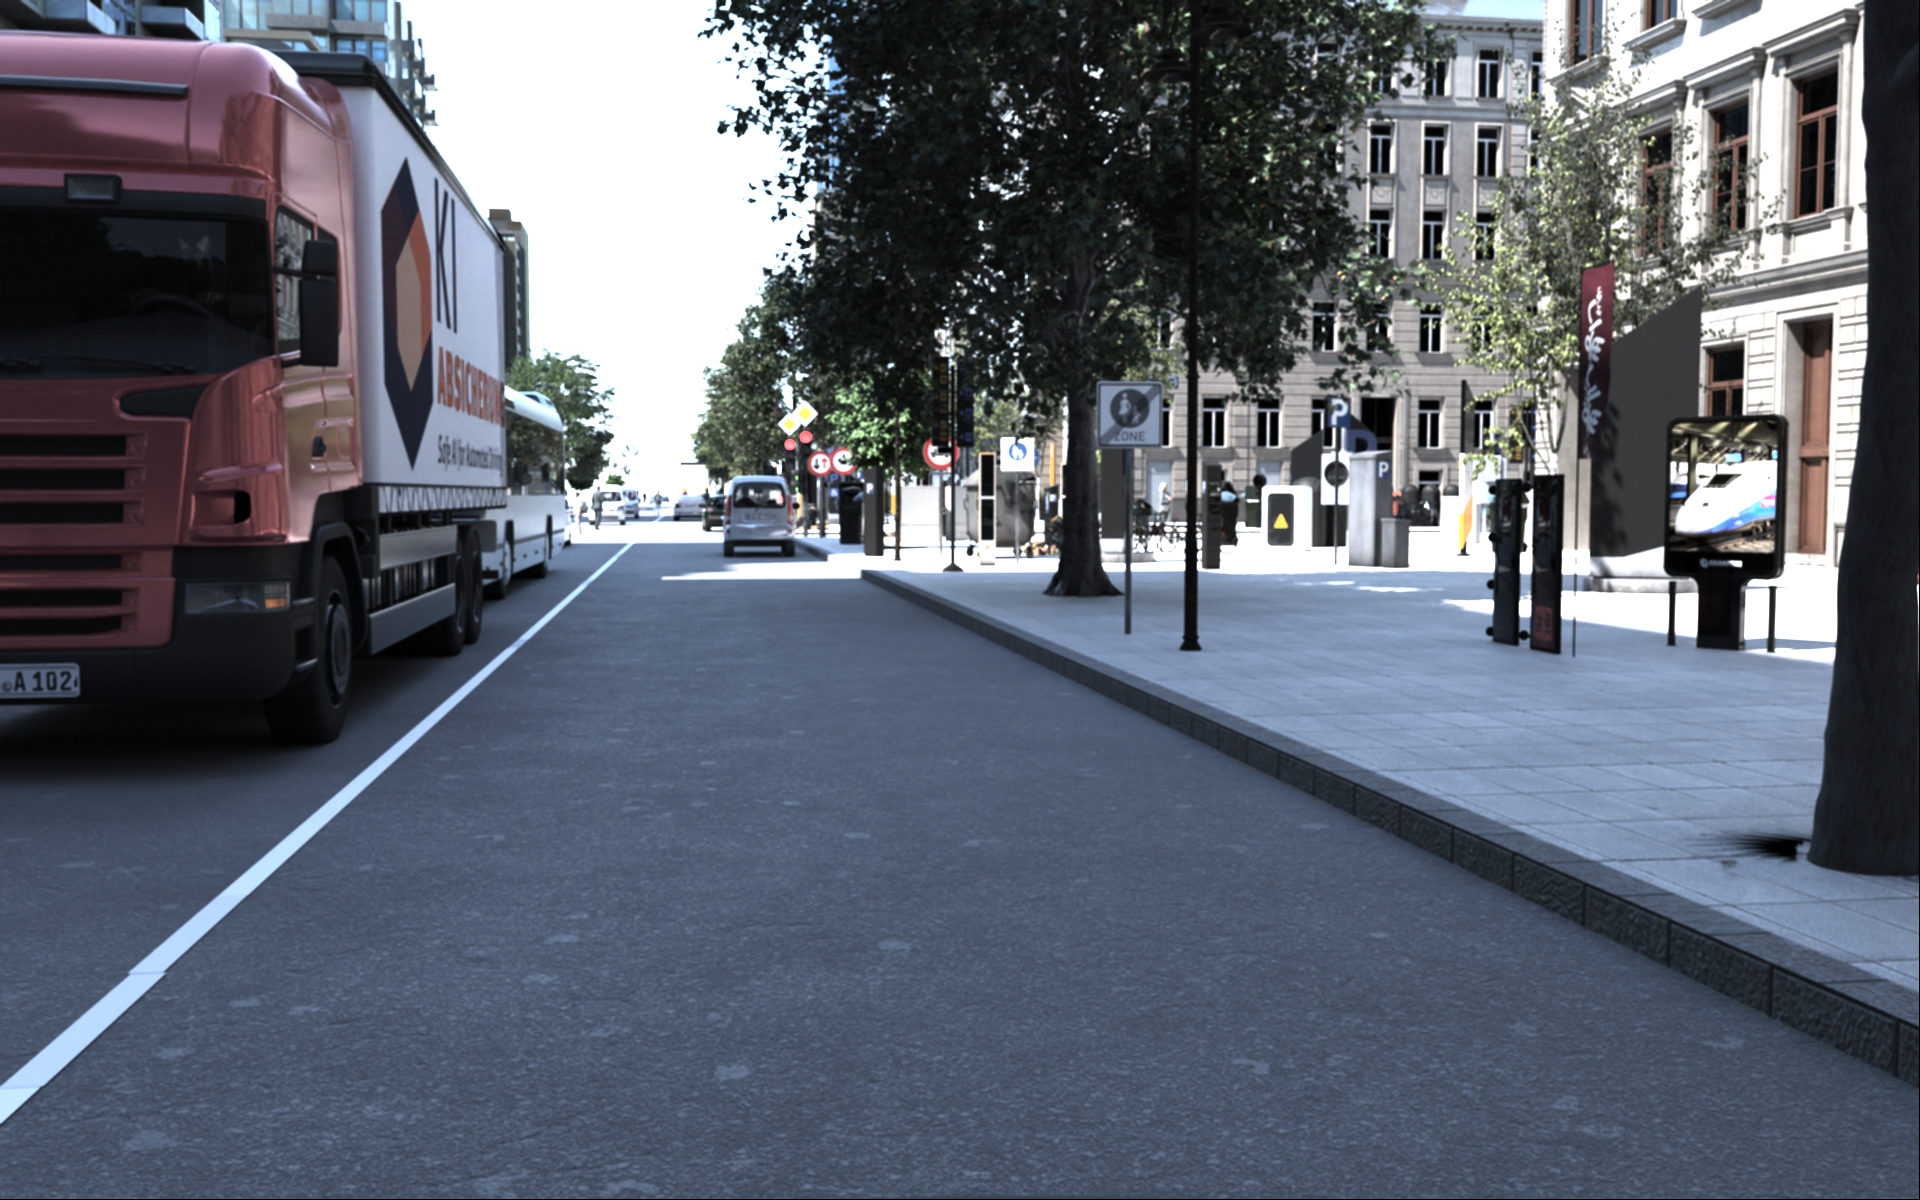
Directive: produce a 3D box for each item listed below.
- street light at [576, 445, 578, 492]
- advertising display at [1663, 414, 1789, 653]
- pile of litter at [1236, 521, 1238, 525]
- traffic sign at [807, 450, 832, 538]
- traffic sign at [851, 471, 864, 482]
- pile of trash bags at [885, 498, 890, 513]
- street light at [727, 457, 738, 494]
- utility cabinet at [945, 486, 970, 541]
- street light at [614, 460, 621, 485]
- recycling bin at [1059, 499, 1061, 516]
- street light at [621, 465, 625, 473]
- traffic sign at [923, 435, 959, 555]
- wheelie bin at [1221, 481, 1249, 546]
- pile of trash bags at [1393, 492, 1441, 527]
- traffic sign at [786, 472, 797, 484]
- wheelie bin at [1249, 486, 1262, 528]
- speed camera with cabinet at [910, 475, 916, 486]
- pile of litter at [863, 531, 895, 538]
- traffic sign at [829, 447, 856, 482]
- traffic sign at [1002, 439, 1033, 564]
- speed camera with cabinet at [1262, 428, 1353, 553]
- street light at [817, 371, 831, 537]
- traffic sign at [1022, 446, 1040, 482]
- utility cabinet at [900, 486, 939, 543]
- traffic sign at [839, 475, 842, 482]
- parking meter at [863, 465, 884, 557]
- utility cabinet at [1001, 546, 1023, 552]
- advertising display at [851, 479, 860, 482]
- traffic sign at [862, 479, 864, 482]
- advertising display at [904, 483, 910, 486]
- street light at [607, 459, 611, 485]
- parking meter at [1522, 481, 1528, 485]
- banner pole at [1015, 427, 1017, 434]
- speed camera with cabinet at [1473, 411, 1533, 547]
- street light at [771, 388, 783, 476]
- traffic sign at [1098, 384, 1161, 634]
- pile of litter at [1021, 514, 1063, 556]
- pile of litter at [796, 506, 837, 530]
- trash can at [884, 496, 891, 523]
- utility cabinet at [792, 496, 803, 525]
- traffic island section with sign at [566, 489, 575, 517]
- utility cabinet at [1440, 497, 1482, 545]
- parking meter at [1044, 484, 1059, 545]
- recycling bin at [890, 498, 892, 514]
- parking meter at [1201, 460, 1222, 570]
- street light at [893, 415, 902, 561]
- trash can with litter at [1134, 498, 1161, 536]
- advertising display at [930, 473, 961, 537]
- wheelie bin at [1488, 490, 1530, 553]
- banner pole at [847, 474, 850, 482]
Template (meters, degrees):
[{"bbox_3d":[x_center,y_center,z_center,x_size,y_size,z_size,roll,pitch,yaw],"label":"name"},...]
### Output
[{"bbox_3d":[-33.739,-10.997,152.595,0.468,5.910,1.993,-1,4,-9],"label":"street light"},{"bbox_3d":[6.305,-0.556,14.301,0.123,1.923,0.974,-3,5,-39],"label":"advertising display"},{"bbox_3d":[10.936,-3.527,71.625,1.176,0.858,1.719,1,4,10],"label":"pile of litter"},{"bbox_3d":[-4.079,-3.093,50.683,0.768,2.556,0.104,-1,4,-8],"label":"traffic sign"},{"bbox_3d":[-3.463,-3.688,60.409,0.768,2.556,0.104,0,4,-2],"label":"traffic sign"},{"bbox_3d":[-6.469,-6.416,114.651,3.447,1.369,1.912,-1,4,-21],"label":"pile of trash bags"},{"bbox_3d":[-19.880,-10.919,151.312,0.468,5.910,1.993,-1,4,-9],"label":"street light"},{"bbox_3d":[0.147,-2.360,47.263,1.173,1.500,0.318,-3,4,-37],"label":"utility cabinet"},{"bbox_3d":[-46.690,-16.030,234.879,0.468,5.910,1.993,-1,4,-9],"label":"street light"},{"bbox_3d":[5.060,-4.182,80.925,0.722,1.027,0.722,-1,4,-15],"label":"recycling bin"},{"bbox_3d":[-49.762,-17.207,254.121,0.468,5.910,1.993,-1,4,-9],"label":"street light"},{"bbox_3d":[-0.397,-2.222,36.442,0.768,2.556,0.104,0,4,-4],"label":"traffic sign"},{"bbox_3d":[6.506,-2.144,42.968,0.693,1.594,0.980,-2,4,-32],"label":"wheelie bin"},{"bbox_3d":[17.386,-3.519,67.292,1.912,1.369,3.447,3,4,36],"label":"pile of trash bags"},{"bbox_3d":[-9.458,-5.928,97.021,0.768,2.556,0.104,-1,4,-9],"label":"traffic sign"},{"bbox_3d":[11.141,-3.542,65.827,0.980,1.594,0.693,1,4,14],"label":"wheelie bin"},{"bbox_3d":[-1.229,-4.164,62.418,0.660,3.252,2.038,-1,4,-20],"label":"speed camera with cabinet"},{"bbox_3d":[-2.560,-2.316,51.832,1.176,0.858,1.719,-1,4,-15],"label":"pile of litter"},{"bbox_3d":[-3.149,-2.864,46.931,0.768,2.556,0.104,0,4,-1],"label":"traffic sign"},{"bbox_3d":[1.056,-1.812,31.752,0.606,2.300,0.079,0,4,0],"label":"traffic sign"},{"bbox_3d":[7.710,-2.679,38.140,2.038,3.252,0.660,2,4,32],"label":"speed camera with cabinet"},{"bbox_3d":[-4.093,-4.830,51.757,0.468,5.910,1.993,-1,4,-9],"label":"street light"},{"bbox_3d":[1.536,-2.555,41.876,0.768,2.556,0.104,0,4,0],"label":"traffic sign"},{"bbox_3d":[-1.056,-2.227,45.092,1.173,1.500,0.318,-1,4,-13],"label":"utility cabinet"},{"bbox_3d":[-7.390,-6.274,102.687,0.768,2.556,0.104,0,4,-1],"label":"traffic sign"},{"bbox_3d":[-1.771,-1.822,35.504,0.399,1.863,0.255,3,5,41],"label":"parking meter"},{"bbox_3d":[1.146,-1.822,38.463,0.318,1.500,1.173,1,4,12],"label":"utility cabinet"},{"bbox_3d":[-4.300,-4.342,76.211,0.974,1.923,0.123,1,4,18],"label":"advertising display"},{"bbox_3d":[-3.565,-3.978,67.162,0.606,2.300,0.079,0,4,-1],"label":"traffic sign"},{"bbox_3d":[-3.415,-6.613,113.341,0.123,1.923,0.974,1,4,20],"label":"advertising display"},{"bbox_3d":[-43.733,-14.877,216.024,0.468,5.910,1.993,-1,4,-9],"label":"street light"},{"bbox_3d":[24.771,-4.306,76.118,0.255,1.863,0.399,0,4,0],"label":"parking meter"},{"bbox_3d":[2.101,-4.577,64.853,0.401,3.779,0.863,0,4,-7],"label":"banner pole"},{"bbox_3d":[13.441,-2.901,41.774,2.038,3.252,0.660,0,4,-1],"label":"speed camera with cabinet"},{"bbox_3d":[-8.008,-6.298,75.754,0.468,5.910,1.993,-1,4,-9],"label":"street light"},{"bbox_3d":[1.539,-0.837,15.813,0.606,2.300,0.079,0,4,-4],"label":"traffic sign"},{"bbox_3d":[1.794,-1.404,36.913,1.176,0.858,1.719,2,4,31],"label":"pile of litter"},{"bbox_3d":[-5.148,-2.920,61.701,1.719,0.858,1.176,-1,4,-17],"label":"pile of litter"},{"bbox_3d":[-3.513,-3.794,73.679,0.748,1.137,0.748,0,3,0],"label":"trash can"},{"bbox_3d":[-7.012,-3.724,72.056,1.020,1.237,0.306,-2,4,-35],"label":"utility cabinet"},{"bbox_3d":[-24.603,-6.052,107.580,1.989,1.847,2.006,-1,4,-9],"label":"traffic island section with sign"},{"bbox_3d":[12.860,-2.037,44.460,0.306,1.237,1.020,-3,5,-44],"label":"utility cabinet"},{"bbox_3d":[2.286,-2.136,43.340,0.372,1.533,0.369,0,3,0],"label":"parking meter"},{"bbox_3d":[-4.188,-6.155,113.190,0.722,1.027,0.722,0,4,2],"label":"recycling bin"},{"bbox_3d":[4.279,-1.454,29.484,0.255,1.863,0.399,-1,4,-9],"label":"parking meter"},{"bbox_3d":[-1.193,-3.677,32.900,0.468,5.910,1.993,-1,4,-9],"label":"street light"},{"bbox_3d":[5.818,-2.590,53.729,1.055,1.170,0.624,-2,4,-28],"label":"trash can with litter"},{"bbox_3d":[-0.451,-2.879,52.278,0.974,1.923,0.123,-2,4,-24],"label":"advertising display"},{"bbox_3d":[11.953,-1.832,37.853,0.980,1.594,0.693,-2,4,-32],"label":"wheelie bin"},{"bbox_3d":[-6.544,-6.838,101.819,0.401,3.779,0.863,1,4,9],"label":"banner pole"}]
